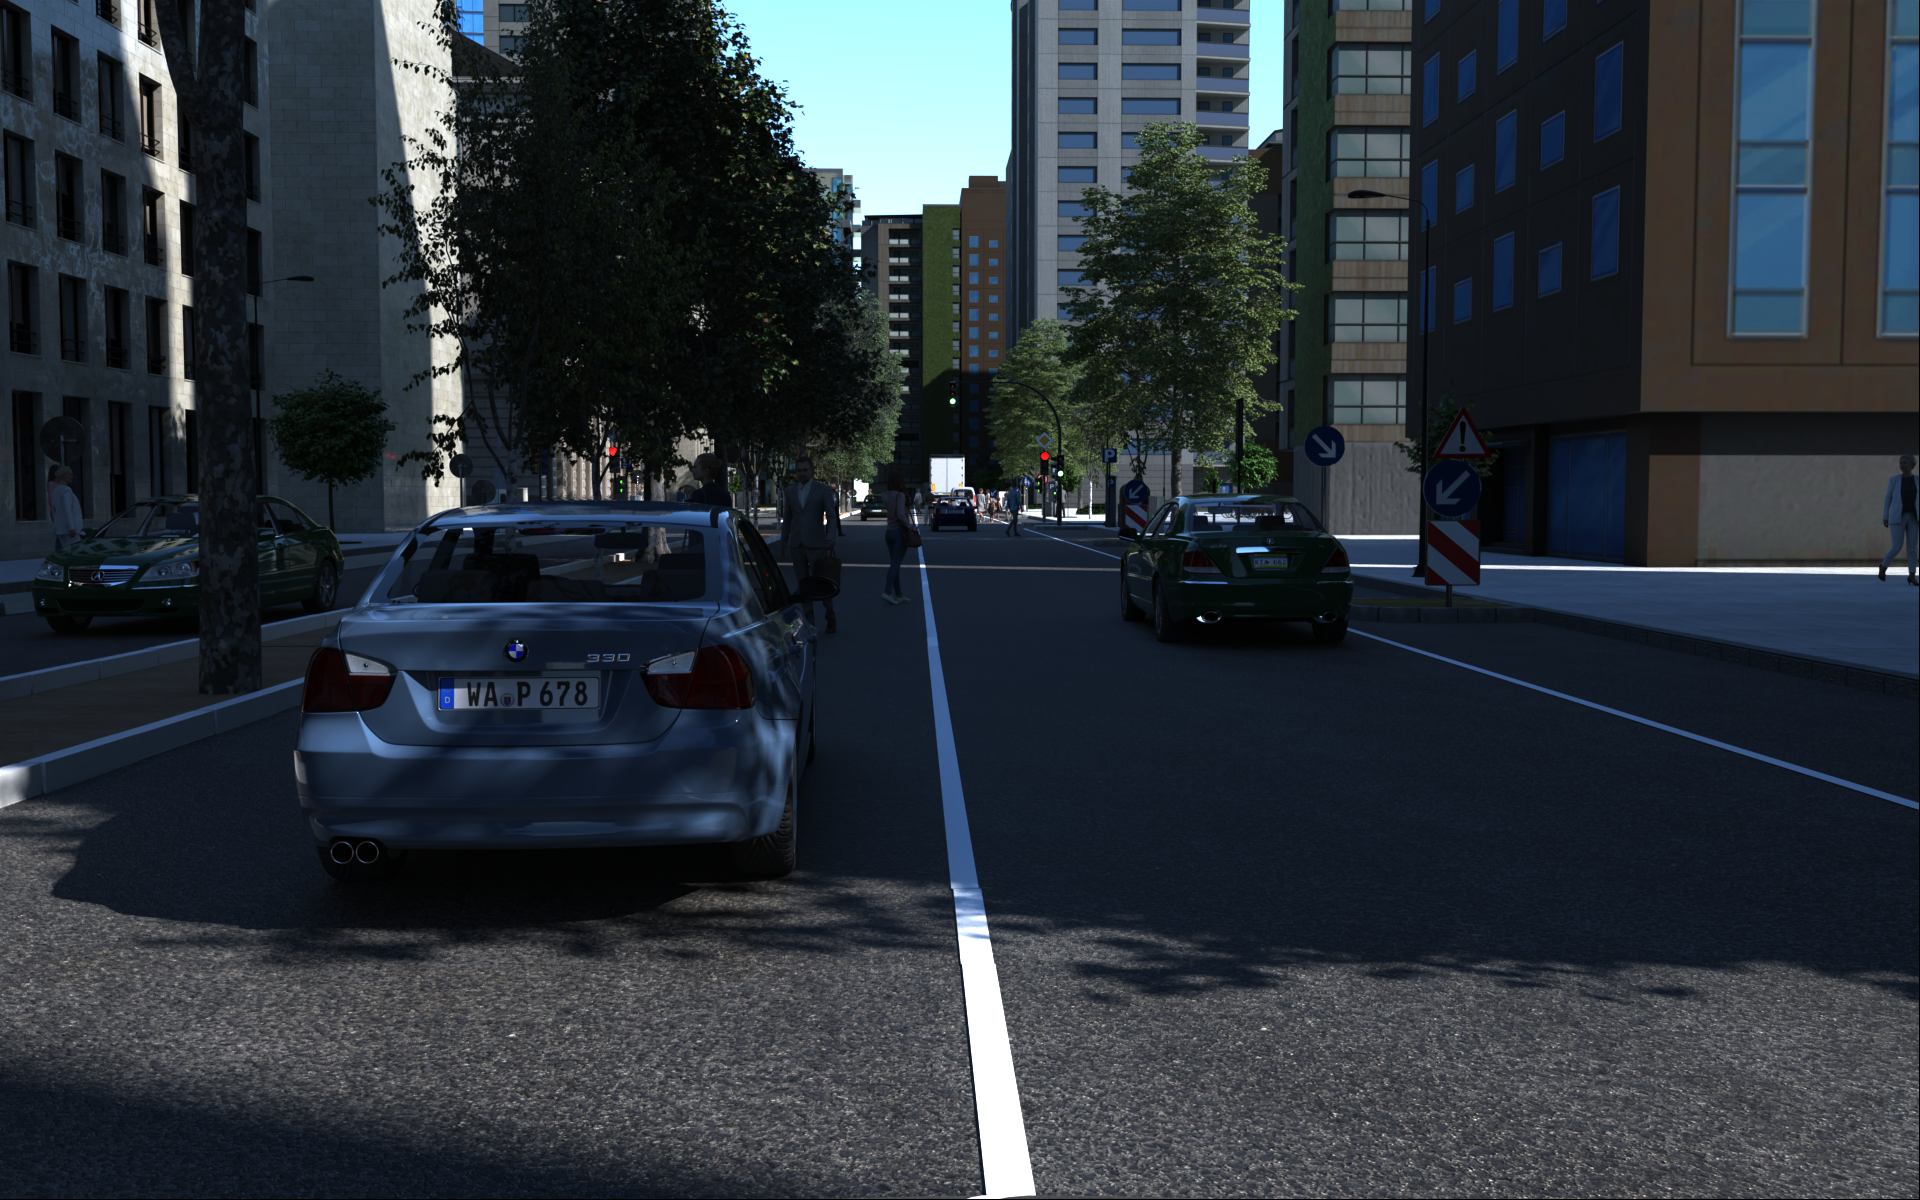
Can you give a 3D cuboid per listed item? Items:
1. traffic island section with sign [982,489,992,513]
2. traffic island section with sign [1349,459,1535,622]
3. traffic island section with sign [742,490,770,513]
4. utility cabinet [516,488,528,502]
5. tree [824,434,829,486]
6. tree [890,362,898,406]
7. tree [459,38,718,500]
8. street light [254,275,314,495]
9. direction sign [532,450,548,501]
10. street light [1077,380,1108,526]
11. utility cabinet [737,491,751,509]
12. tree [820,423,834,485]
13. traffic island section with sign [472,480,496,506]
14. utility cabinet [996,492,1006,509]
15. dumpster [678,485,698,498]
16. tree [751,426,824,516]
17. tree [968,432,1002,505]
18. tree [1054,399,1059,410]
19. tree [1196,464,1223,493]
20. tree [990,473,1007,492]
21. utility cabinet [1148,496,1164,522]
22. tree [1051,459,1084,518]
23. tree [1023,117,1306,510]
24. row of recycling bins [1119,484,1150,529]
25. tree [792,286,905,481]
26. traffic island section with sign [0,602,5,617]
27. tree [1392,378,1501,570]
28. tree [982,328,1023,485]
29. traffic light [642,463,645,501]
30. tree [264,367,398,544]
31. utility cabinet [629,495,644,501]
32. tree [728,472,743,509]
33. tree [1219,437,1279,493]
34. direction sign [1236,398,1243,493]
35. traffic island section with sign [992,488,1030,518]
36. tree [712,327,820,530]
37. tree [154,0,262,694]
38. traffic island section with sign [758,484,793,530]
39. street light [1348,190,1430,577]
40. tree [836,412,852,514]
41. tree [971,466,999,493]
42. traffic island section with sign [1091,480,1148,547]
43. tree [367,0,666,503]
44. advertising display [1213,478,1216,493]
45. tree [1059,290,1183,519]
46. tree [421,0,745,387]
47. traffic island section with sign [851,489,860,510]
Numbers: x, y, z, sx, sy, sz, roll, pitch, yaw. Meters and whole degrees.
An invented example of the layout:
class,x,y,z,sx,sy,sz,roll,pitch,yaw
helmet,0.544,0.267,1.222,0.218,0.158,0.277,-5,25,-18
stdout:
class,x,y,z,sx,sy,sz,roll,pitch,yaw
traffic island section with sign,2.382,-7.480,130.930,1.989,1.847,2.006,0,4,-2
traffic island section with sign,5.418,-0.713,20.288,1.989,1.847,2.006,0,4,-2
traffic island section with sign,-15.201,-7.386,129.385,1.989,1.847,2.006,0,4,-2
utility cabinet,-15.601,-3.149,60.169,1.173,1.500,0.318,1,4,19
tree,-6.437,-6.782,63.697,4.737,8.622,4.395,0,3,0
tree,-6.524,-7.802,47.025,9.611,12.733,9.660,0,3,0
tree,-5.867,-4.590,27.874,4.737,8.622,4.395,0,3,0
street light,-14.409,-3.937,36.911,1.470,5.913,1.316,0,4,-2
direction sign,-16.976,-4.772,70.013,0.379,3.537,0.876,2,4,33
street light,5.430,-5.969,70.142,1.470,5.913,1.316,0,4,-2
utility cabinet,-18.128,-8.361,145.379,1.173,1.500,0.318,1,4,12
tree,-7.162,-7.064,68.319,4.360,8.622,3.978,0,3,0
traffic island section with sign,-12.928,-2.332,46.762,1.989,1.847,2.006,0,4,-2
utility cabinet,3.613,-8.686,150.687,0.318,1.500,1.173,2,4,35
dumpster,-17.067,-6.312,108.964,1.264,1.857,1.865,0,4,-2
tree,-6.693,-6.213,54.408,4.737,8.622,4.395,0,3,0
tree,3.098,-15.434,202.703,4.360,8.622,3.978,0,3,0
tree,6.909,-8.443,88.410,4.360,8.622,3.978,0,3,0
tree,16.158,-7.117,110.957,1.663,3.219,1.824,0,3,0
tree,3.804,-10.167,160.832,1.663,3.219,1.824,0,3,0
utility cabinet,6.491,-2.816,57.203,0.306,1.237,1.020,1,4,21
tree,5.880,-6.118,94.633,1.663,3.219,1.824,0,3,0
tree,6.635,-8.268,53.305,7.486,12.596,7.792,0,3,0
row of recycling bins,6.379,-3.467,63.806,1.069,1.692,3.534,0,4,1
tree,-7.667,-10.359,82.191,12.009,13.543,11.850,0,3,0
traffic island section with sign,-12.196,-0.684,19.816,1.989,1.847,2.006,0,4,-2
tree,8.166,-2.099,28.927,1.663,3.219,1.824,0,3,0
tree,5.180,-11.836,111.641,7.486,12.596,7.792,0,3,0
traffic light,-11.979,-6.301,77.687,4.771,5.953,1.251,0,4,-2
tree,-16.252,-3.745,44.937,4.285,4.588,4.351,0,3,0
utility cabinet,-16.322,-4.670,87.513,0.306,1.237,1.020,1,4,16
tree,-19.202,-9.449,149.086,1.663,3.219,1.824,0,3,0
tree,16.232,-6.956,97.452,4.285,4.588,4.351,0,3,0
direction sign,6.628,-3.005,41.135,0.379,3.537,0.876,0,4,0
traffic island section with sign,3.129,-5.817,103.737,1.989,1.847,2.006,0,4,-2
tree,-6.988,-6.497,59.041,4.360,8.622,3.978,0,3,0
tree,-6.500,-9.441,12.708,12.611,20.169,13.585,0,3,0
traffic island section with sign,-7.184,-3.794,70.163,2.006,1.907,1.989,0,4,-2
street light,6.618,-3.308,26.629,1.470,5.913,1.316,0,4,-2
tree,-7.859,-8.470,91.311,4.360,8.622,3.978,0,3,0
tree,2.956,-13.078,197.531,4.285,4.588,4.351,0,3,0
traffic island section with sign,4.660,-2.402,47.897,1.989,1.847,2.006,0,4,-2
tree,-6.043,-4.306,23.228,4.360,8.622,3.978,0,3,0
advertising display,10.398,-4.014,70.835,0.123,1.923,0.974,1,4,9
tree,6.111,-6.758,60.851,4.360,8.622,3.978,0,3,0
tree,-6.433,-7.135,36.117,9.611,12.733,9.660,0,3,0
traffic island section with sign,-9.447,-8.840,152.678,2.006,1.907,1.989,0,4,-2
